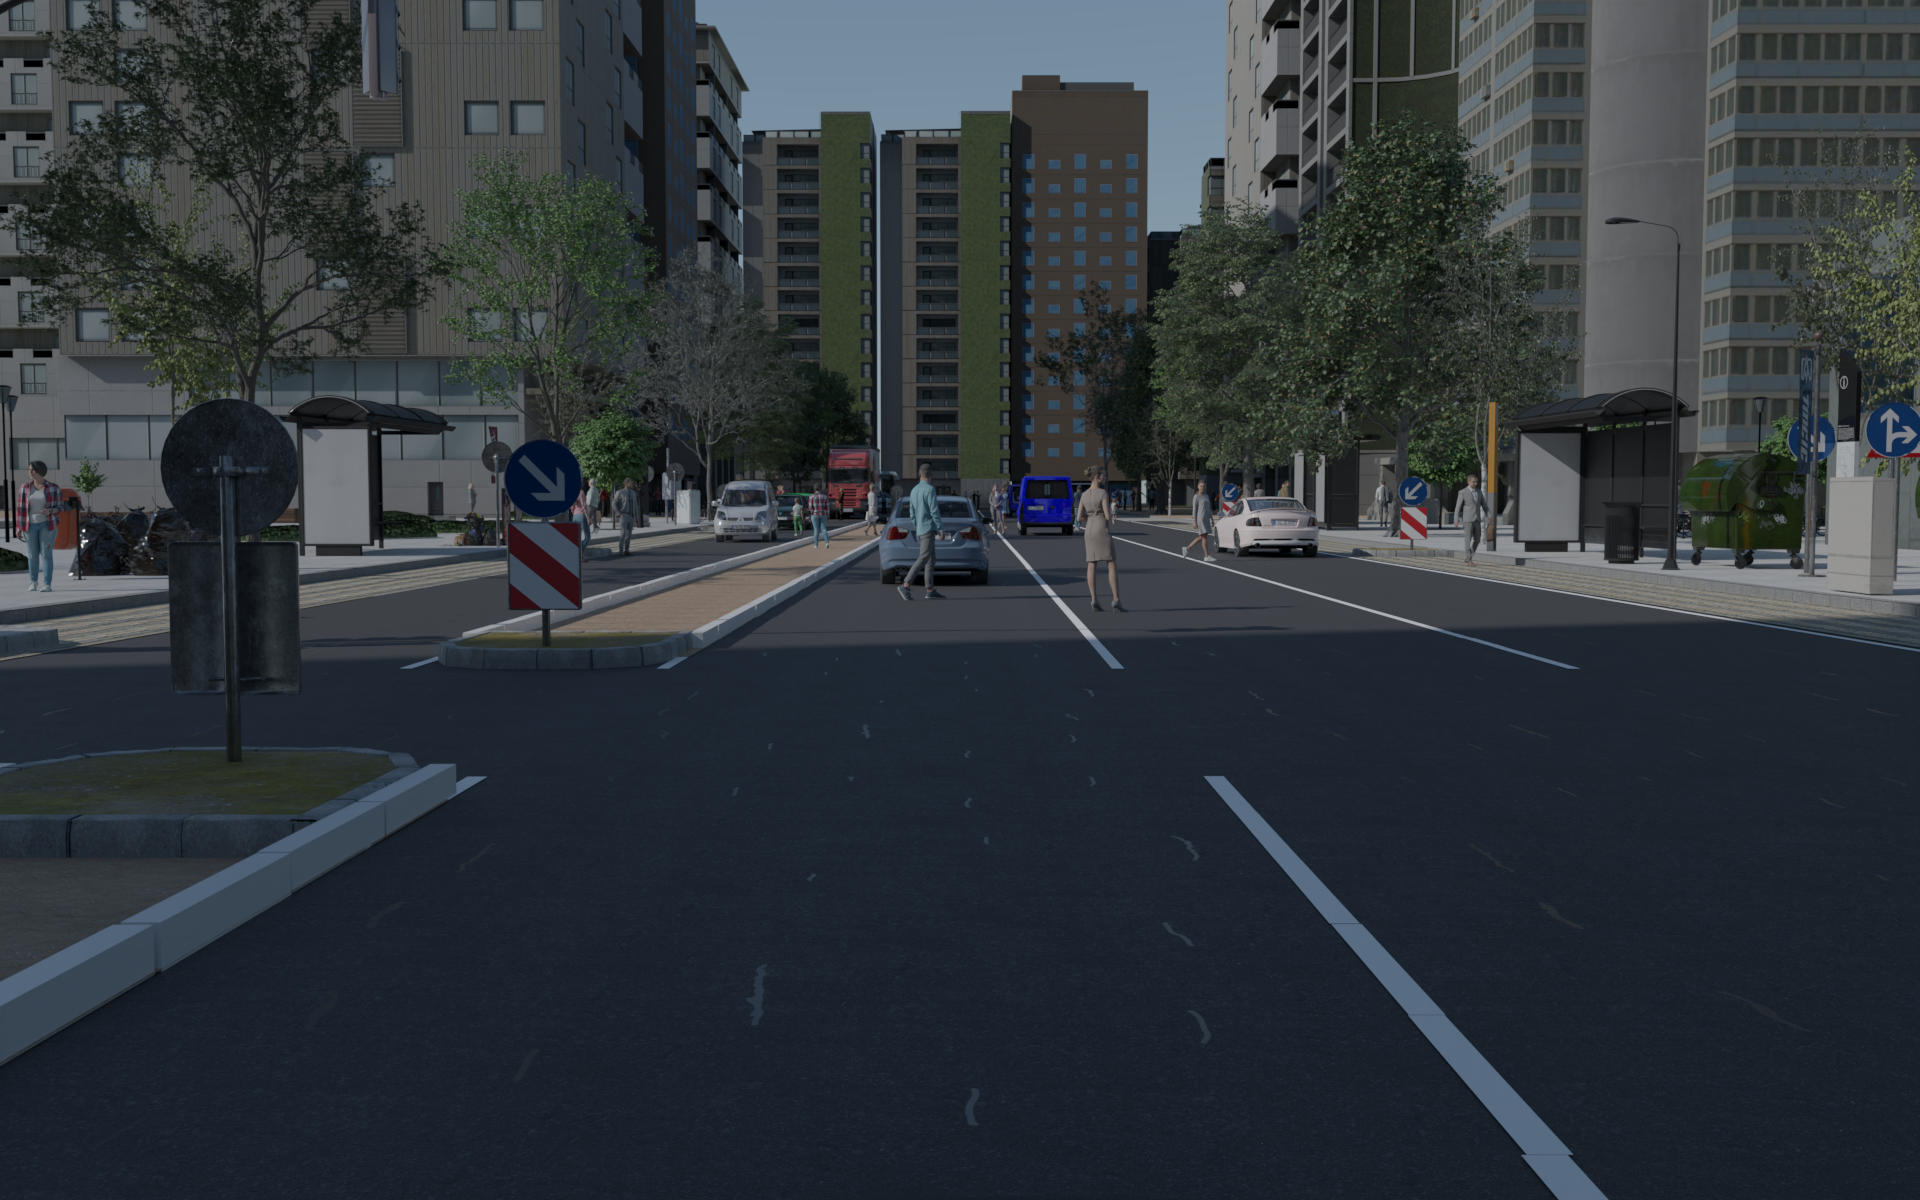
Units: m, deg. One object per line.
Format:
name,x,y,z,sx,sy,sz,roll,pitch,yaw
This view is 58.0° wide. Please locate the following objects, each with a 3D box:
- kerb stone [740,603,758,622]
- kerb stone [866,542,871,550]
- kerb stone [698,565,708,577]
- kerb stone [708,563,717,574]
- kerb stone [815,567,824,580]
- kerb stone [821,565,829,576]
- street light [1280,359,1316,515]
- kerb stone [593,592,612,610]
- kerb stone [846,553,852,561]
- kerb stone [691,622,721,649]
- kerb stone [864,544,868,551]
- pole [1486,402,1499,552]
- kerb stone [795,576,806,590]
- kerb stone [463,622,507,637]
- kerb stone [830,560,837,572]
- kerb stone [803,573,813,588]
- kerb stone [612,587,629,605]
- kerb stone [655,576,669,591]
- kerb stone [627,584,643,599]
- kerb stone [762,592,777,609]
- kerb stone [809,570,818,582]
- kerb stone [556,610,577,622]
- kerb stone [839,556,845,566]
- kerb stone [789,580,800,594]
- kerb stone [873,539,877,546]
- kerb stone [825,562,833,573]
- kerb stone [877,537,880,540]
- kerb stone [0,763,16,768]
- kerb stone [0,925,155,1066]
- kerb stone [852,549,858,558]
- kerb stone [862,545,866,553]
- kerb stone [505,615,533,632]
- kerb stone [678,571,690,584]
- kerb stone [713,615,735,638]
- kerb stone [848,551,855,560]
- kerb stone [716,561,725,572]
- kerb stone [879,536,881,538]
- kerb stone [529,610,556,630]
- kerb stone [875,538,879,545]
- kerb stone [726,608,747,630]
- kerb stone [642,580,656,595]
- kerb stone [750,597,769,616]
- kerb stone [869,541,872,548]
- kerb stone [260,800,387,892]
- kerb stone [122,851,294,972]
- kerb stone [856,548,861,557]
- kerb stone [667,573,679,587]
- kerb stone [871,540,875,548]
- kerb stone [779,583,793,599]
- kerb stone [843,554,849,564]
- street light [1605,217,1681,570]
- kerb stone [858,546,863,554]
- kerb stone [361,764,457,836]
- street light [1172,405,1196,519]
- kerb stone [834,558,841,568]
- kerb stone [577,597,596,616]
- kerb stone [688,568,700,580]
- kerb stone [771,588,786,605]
kerb stone,-2.433,0.164,19.574,0.120,0.150,1.000,0,3,0
kerb stone,-2.377,-1.282,43.164,0.120,0.150,1.000,0,3,0
kerb stone,-4.513,-0.467,29.835,0.120,0.150,1.000,0,3,0
kerb stone,-4.509,-0.530,30.862,0.120,0.150,1.000,0,3,0
kerb stone,-2.407,-0.403,28.788,0.120,0.150,1.000,0,3,0
kerb stone,-2.404,-0.463,29.810,0.120,0.150,1.000,0,3,0
street light,11.688,-5.327,59.641,1.470,5.913,1.316,0,3,0
kerb stone,-4.536,0.035,21.634,0.120,0.150,1.000,0,3,0
kerb stone,-2.393,-0.842,35.956,0.120,0.150,1.000,0,3,0
kerb stone,-2.436,0.348,16.501,0.120,0.150,1.000,0,3,0
kerb stone,-2.388,-1.215,42.142,0.120,0.150,1.000,0,3,0
pole,11.881,-2.739,38.620,0.158,3.312,0.155,0,3,0
kerb stone,-2.423,-0.215,25.717,0.120,0.150,1.000,0,3,0
kerb stone,-4.536,0.349,16.512,0.120,0.150,1.000,0,3,0
kerb stone,-2.398,-0.591,31.863,0.120,0.150,1.000,0,3,0
kerb stone,-2.411,-0.277,26.740,0.120,0.150,1.000,0,3,0
kerb stone,-4.524,-0.029,22.664,0.120,0.150,1.000,0,3,0
kerb stone,-4.512,-0.216,25.735,0.120,0.150,1.000,0,3,0
kerb stone,-4.529,-0.091,23.686,0.120,0.150,1.000,0,3,0
kerb stone,-2.428,0.037,21.619,0.120,0.150,1.000,0,3,0
kerb stone,-2.419,-0.340,27.765,0.120,0.150,1.000,0,3,0
kerb stone,-4.535,0.160,19.582,0.120,0.150,1.000,0,3,0
kerb stone,-2.402,-0.716,33.908,0.120,0.150,1.000,0,3,0
kerb stone,-2.420,-0.150,24.695,0.120,0.150,1.000,0,3,0
kerb stone,-2.374,-1.470,46.233,0.120,0.150,1.000,0,3,0
kerb stone,-2.404,-0.529,30.841,0.120,0.150,1.000,0,3,0
kerb stone,-2.374,-1.595,48.278,0.120,0.150,1.000,0,3,0
kerb stone,-4.558,0.883,7.757,0.120,0.150,1.000,0,3,0
kerb stone,-2.463,1.072,4.663,0.120,0.150,1.000,0,3,0
kerb stone,-2.391,-0.968,38.024,0.120,0.150,1.000,0,3,0
kerb stone,-2.388,-1.148,41.109,0.120,0.150,1.000,0,3,0
kerb stone,-4.532,0.288,17.534,0.120,0.150,1.000,0,3,0
kerb stone,-4.519,-0.342,27.781,0.120,0.150,1.000,0,3,0
kerb stone,-2.431,0.286,17.528,0.120,0.150,1.000,0,3,0
kerb stone,-2.395,-0.905,36.992,0.120,0.150,1.000,0,3,0
kerb stone,-4.500,-0.593,31.889,0.120,0.150,1.000,0,3,0
kerb stone,-2.371,-1.658,49.303,0.120,0.150,1.000,0,3,0
kerb stone,-4.535,0.223,18.556,0.120,0.150,1.000,0,3,0
kerb stone,-2.371,-1.533,47.256,0.120,0.150,1.000,0,3,0
kerb stone,-2.431,0.225,18.551,0.120,0.150,1.000,0,3,0
kerb stone,-4.517,-0.148,24.713,0.120,0.150,1.000,0,3,0
kerb stone,-2.421,0.098,20.596,0.120,0.150,1.000,0,3,0
kerb stone,-2.387,-1.343,44.186,0.120,0.150,1.000,0,3,0
kerb stone,-2.458,0.947,6.713,0.120,0.150,1.000,0,3,0
kerb stone,-2.453,1.010,5.690,0.120,0.150,1.000,0,3,0
kerb stone,-2.389,-1.031,39.047,0.120,0.150,1.000,0,3,0
kerb stone,-4.518,-0.279,26.759,0.120,0.150,1.000,0,3,0
kerb stone,-2.378,-1.408,45.209,0.120,0.150,1.000,0,3,0
kerb stone,-2.422,-0.090,23.673,0.120,0.150,1.000,0,3,0
kerb stone,-2.392,-0.779,34.933,0.120,0.150,1.000,0,3,0
street light,11.492,-3.463,29.161,1.470,5.913,1.316,0,3,0
kerb stone,-2.384,-1.093,40.077,0.120,0.150,1.000,0,3,0
kerb stone,-2.456,0.885,7.734,0.120,0.150,1.000,0,3,0
street light,11.720,-7.200,90.264,1.470,5.913,1.316,0,3,0
kerb stone,-2.409,-0.654,32.886,0.120,0.150,1.000,0,3,0
kerb stone,-4.528,0.103,20.612,0.120,0.150,1.000,0,3,0
kerb stone,-4.509,-0.402,28.803,0.120,0.150,1.000,0,3,0
kerb stone,-2.422,-0.028,22.650,0.120,0.150,1.000,0,3,0
